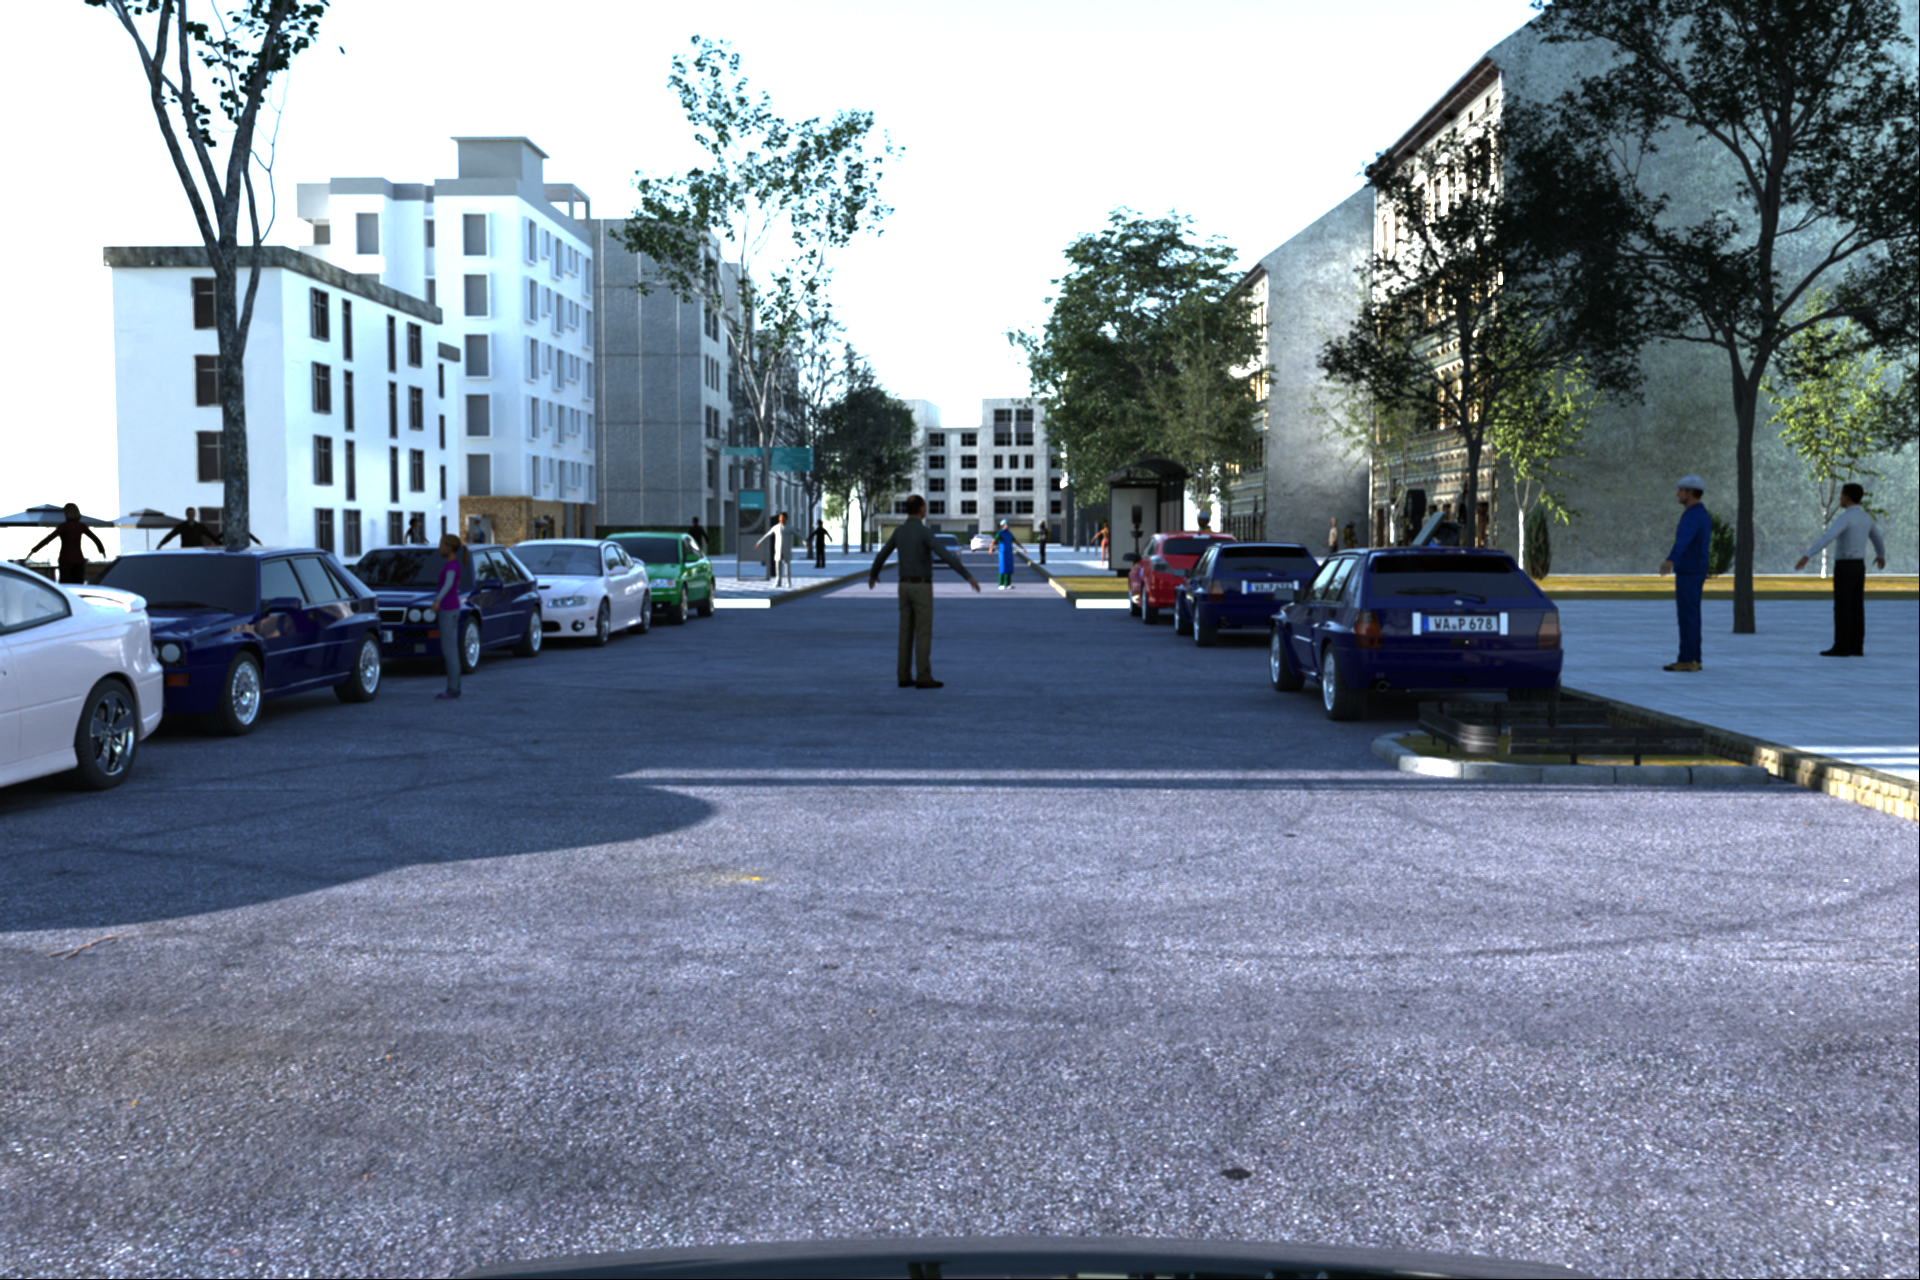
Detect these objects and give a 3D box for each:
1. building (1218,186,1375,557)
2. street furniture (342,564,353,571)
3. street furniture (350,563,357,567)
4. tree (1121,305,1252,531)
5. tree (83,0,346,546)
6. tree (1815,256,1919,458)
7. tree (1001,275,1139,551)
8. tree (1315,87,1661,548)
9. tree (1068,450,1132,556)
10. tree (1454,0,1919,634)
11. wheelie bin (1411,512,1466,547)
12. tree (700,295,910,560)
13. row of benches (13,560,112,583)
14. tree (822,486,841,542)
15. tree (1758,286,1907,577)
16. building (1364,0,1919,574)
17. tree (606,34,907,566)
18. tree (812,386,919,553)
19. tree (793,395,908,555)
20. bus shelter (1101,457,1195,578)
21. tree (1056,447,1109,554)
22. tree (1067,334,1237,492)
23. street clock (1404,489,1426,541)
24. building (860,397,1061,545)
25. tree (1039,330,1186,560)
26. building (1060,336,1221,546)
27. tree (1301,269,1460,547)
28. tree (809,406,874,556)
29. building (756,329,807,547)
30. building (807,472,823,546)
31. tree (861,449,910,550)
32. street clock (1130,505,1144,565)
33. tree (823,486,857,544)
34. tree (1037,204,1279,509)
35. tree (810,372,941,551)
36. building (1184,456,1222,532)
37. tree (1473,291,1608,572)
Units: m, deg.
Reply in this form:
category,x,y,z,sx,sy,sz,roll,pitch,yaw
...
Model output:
category,x,y,z,sx,sy,sz,roll,pitch,yaw
building,26.344,-16.752,104.827,19.493,23.208,18.063,0,4,1
street furniture,-13.225,-1.531,40.666,5.734,0.657,10.072,3,4,38
street furniture,-12.618,-2.074,49.529,10.072,0.657,5.734,0,4,-1
tree,7.839,-6.402,55.032,4.360,8.622,3.978,0,3,0
tree,-12.911,-10.444,26.645,12.611,20.169,13.585,0,3,0
tree,25.564,-6.573,41.879,8.767,10.594,7.601,-2,4,-24
tree,9.177,-16.642,127.992,12.611,20.169,13.585,0,3,0
tree,10.857,-6.191,35.635,7.601,10.594,8.767,-1,4,-22
tree,7.931,-9.334,102.973,4.360,8.622,3.978,0,3,0
tree,9.816,-5.360,22.048,7.601,10.594,8.767,-1,4,-14
wheelie bin,6.816,-1.026,24.686,0.693,1.594,0.980,0,4,2
tree,-7.529,-10.840,87.601,12.009,13.543,11.850,0,3,0
row of benches,-21.969,-1.562,41.006,4.104,0.672,1.422,-1,4,-15
tree,-17.369,-17.232,232.109,4.737,8.622,4.395,0,3,0
tree,25.596,-6.151,50.931,4.737,8.622,4.395,0,3,0
building,26.415,-14.216,63.358,19.493,23.208,18.063,0,4,1
tree,-9.183,-13.017,68.712,12.611,20.169,13.585,0,3,0
tree,-6.567,-11.802,118.722,9.928,11.665,9.643,0,3,0
tree,-6.813,-10.639,108.354,7.601,10.594,8.767,-1,4,-16
bus shelter,5.164,-3.329,48.351,2.014,3.302,5.546,0,4,0
tree,8.209,-9.857,111.522,4.737,8.622,4.395,0,3,0
tree,8.358,-8.772,77.837,8.767,10.594,7.601,0,4,6
street clock,7.359,-1.434,28.010,0.358,2.002,0.471,0,4,1
building,3.733,-22.124,230.645,31.486,18.905,16.747,0,4,7
tree,7.706,-9.799,85.966,9.928,11.665,9.643,0,3,0
building,25.187,-21.452,194.715,27.936,21.610,32.646,0,4,1
tree,12.054,-5.925,47.241,4.360,8.622,3.978,0,3,0
tree,-6.635,-9.112,99.336,4.360,8.622,3.978,0,3,0
building,-24.474,-18.290,165.501,16.747,18.905,31.486,0,4,0
building,-19.927,-15.508,195.705,9.099,9.664,28.070,0,4,2
tree,-6.501,-11.531,138.895,4.360,8.622,3.978,0,3,0
street clock,4.417,-2.368,43.286,0.358,2.002,0.471,0,4,2
tree,-15.817,-16.979,227.965,4.737,8.622,4.395,0,3,0
tree,7.383,-9.740,65.897,9.857,13.997,8.962,0,3,0
tree,-6.595,-13.374,129.039,12.009,13.543,11.850,0,3,0
building,25.016,-13.327,160.038,9.099,9.664,28.070,0,4,1
tree,17.005,-6.211,51.909,4.737,8.622,4.395,0,3,0
